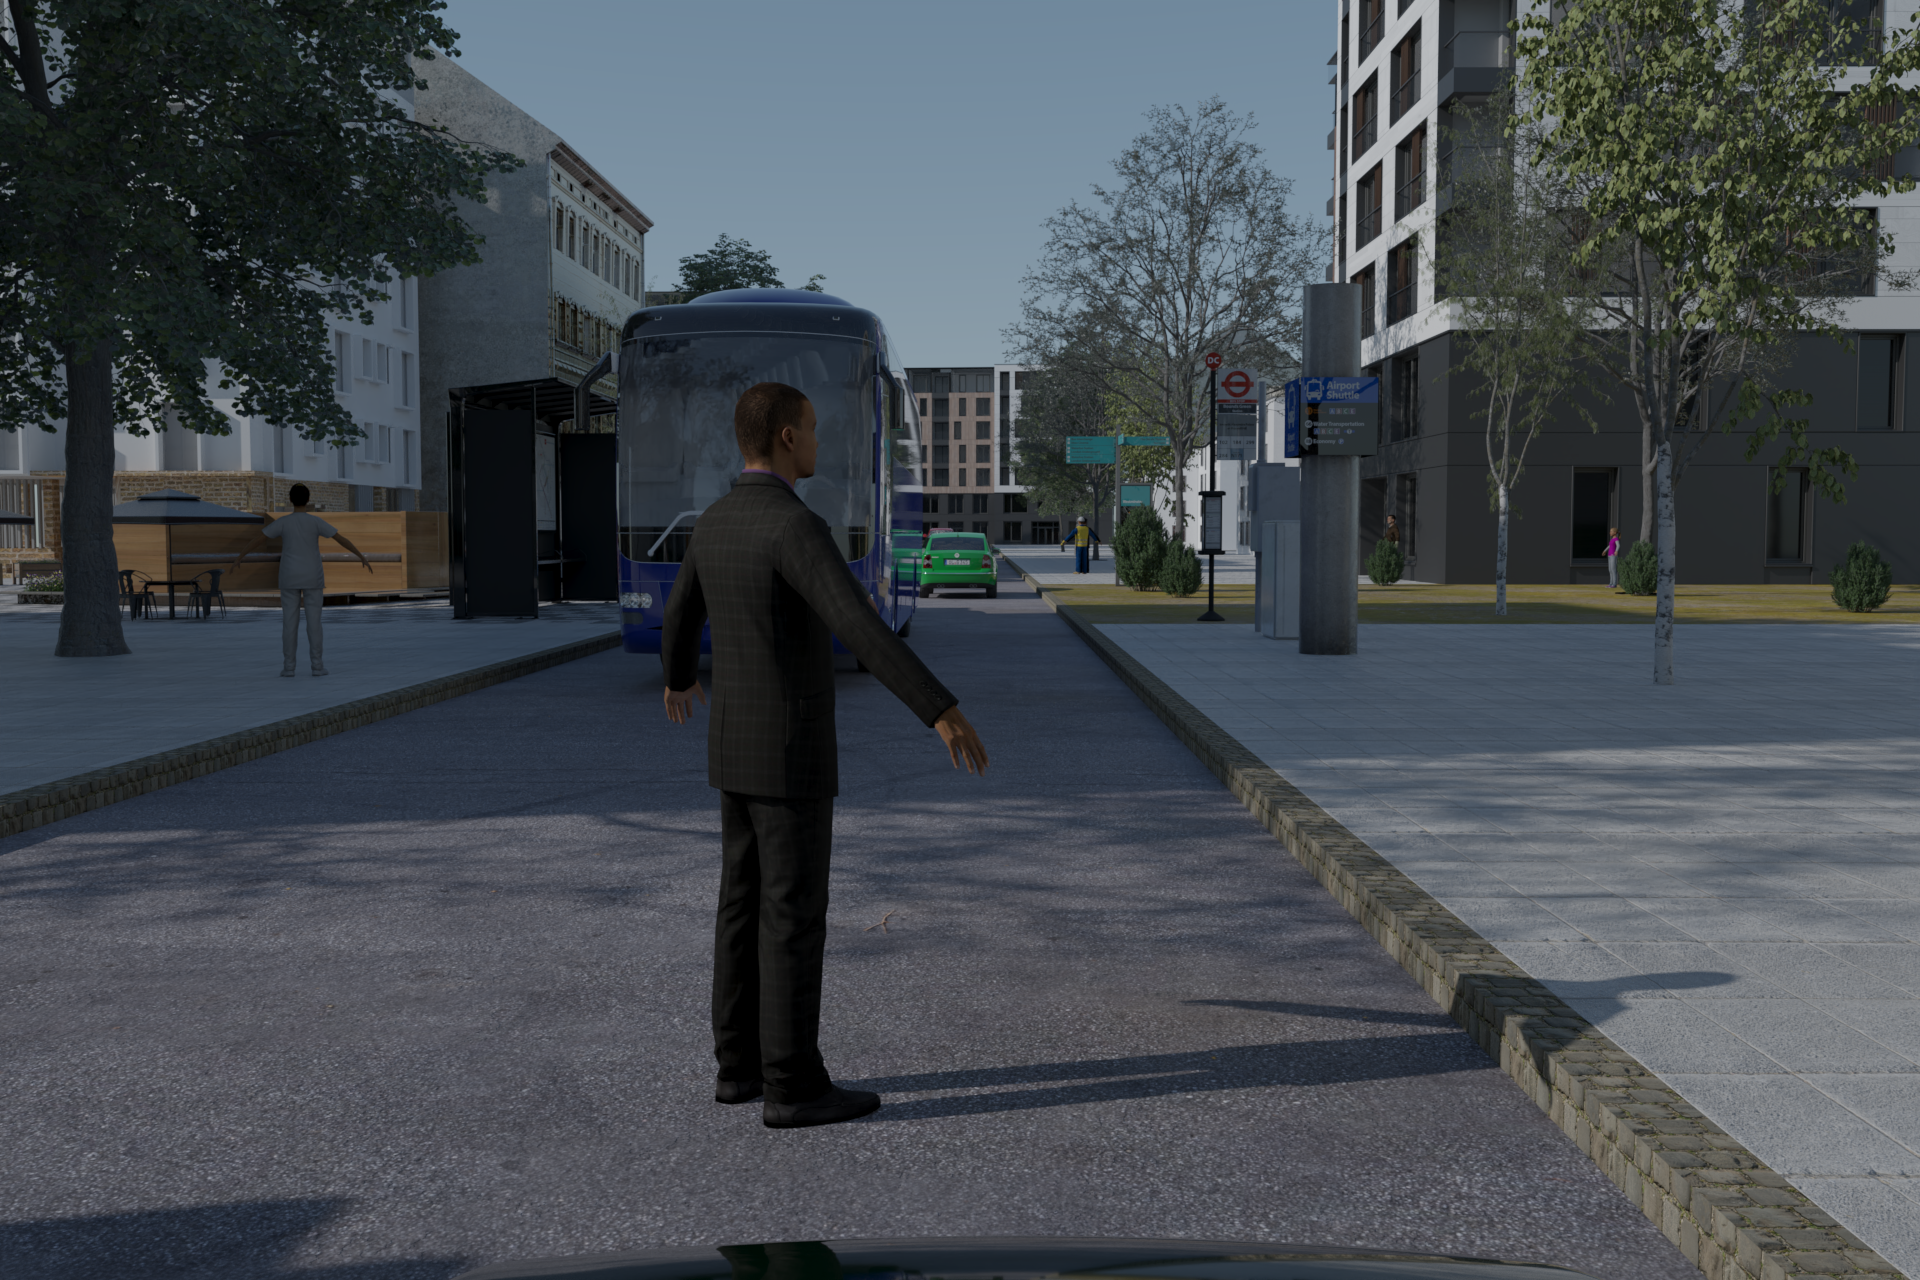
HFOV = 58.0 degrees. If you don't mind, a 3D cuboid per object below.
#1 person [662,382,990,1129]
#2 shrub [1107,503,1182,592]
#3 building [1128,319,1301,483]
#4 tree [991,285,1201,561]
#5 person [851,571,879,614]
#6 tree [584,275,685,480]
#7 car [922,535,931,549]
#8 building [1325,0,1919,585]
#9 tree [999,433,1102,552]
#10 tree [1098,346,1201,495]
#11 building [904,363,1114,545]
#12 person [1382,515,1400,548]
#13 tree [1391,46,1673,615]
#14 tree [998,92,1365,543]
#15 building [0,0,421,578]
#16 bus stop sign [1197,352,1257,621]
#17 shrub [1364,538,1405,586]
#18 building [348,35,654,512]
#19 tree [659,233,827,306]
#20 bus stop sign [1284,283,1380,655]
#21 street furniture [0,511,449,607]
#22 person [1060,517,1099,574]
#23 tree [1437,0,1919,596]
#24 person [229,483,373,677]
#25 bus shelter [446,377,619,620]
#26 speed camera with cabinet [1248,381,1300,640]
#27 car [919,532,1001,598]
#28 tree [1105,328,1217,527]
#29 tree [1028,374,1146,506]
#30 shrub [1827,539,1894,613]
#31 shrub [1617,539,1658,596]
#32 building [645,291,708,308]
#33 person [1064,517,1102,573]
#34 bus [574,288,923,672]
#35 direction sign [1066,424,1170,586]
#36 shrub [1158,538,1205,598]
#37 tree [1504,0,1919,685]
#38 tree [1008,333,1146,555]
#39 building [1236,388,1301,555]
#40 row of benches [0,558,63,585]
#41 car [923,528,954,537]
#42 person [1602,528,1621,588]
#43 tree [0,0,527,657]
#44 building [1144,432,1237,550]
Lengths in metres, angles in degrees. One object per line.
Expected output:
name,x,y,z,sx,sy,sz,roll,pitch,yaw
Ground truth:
person,-0.436,0.268,4.304,0.704,1.802,1.346,-3,4,-38
shrub,4.143,-2.101,38.769,1.690,2.028,1.600,0,3,0
building,28.218,-21.701,185.744,19.493,23.208,18.063,0,4,0
tree,6.691,-10.596,83.610,12.009,13.543,11.850,0,3,0
person,-1.198,-0.146,11.118,1.348,1.796,0.705,0,4,3
tree,-9.303,-6.086,49.870,4.360,8.622,3.978,0,3,0
car,-0.427,-2.666,53.380,2.009,1.686,4.222,0,3,0
building,26.321,-13.171,59.323,27.936,21.610,32.646,0,4,0
tree,7.358,-11.675,125.304,8.767,10.594,7.601,-1,4,-20
tree,7.256,-7.260,69.069,4.737,8.622,4.395,0,3,0
building,3.277,-22.886,220.610,32.646,21.610,27.936,0,4,6
person,11.717,-2.508,47.139,0.704,1.812,1.346,0,4,-7
tree,8.343,-4.700,27.203,4.360,8.622,3.978,0,3,0
tree,6.254,-8.464,48.757,12.009,13.543,11.850,0,3,0
building,-25.250,-11.928,51.447,16.016,20.090,11.380,0,4,1
bus stop sign,3.936,-2.252,25.520,0.855,3.939,0.416,0,4,0
shrub,10.486,-1.934,42.743,1.383,1.207,1.383,0,3,0
building,-24.771,-14.961,75.542,19.493,23.208,18.063,0,4,1
tree,-8.891,-10.196,73.354,9.857,13.997,8.962,0,3,0
bus stop sign,3.956,-1.804,18.516,0.837,3.901,0.837,0,4,0
street furniture,-13.741,-1.726,35.072,11.010,1.723,9.812,1,4,15
person,3.855,-3.017,55.299,1.349,1.833,0.705,-1,4,-23
tree,14.588,-7.696,36.207,12.009,13.543,11.850,0,3,0
person,-5.957,-0.545,15.679,1.217,1.739,0.721,-1,4,-18
bus shelter,-6.831,-2.308,29.019,1.731,3.624,6.357,0,4,1
speed camera with cabinet,4.094,-1.682,21.844,0.660,3.252,2.038,0,4,1
car,-0.030,-1.917,40.134,1.959,1.807,4.718,0,4,1
tree,6.825,-6.778,61.183,4.737,8.622,4.395,0,3,0
tree,7.242,-9.847,95.418,7.601,10.594,8.767,-1,4,-15
shrub,14.700,-1.050,28.288,1.383,1.207,1.383,0,3,0
shrub,14.100,-1.513,35.847,1.383,1.207,1.383,0,3,0
building,-25.778,-19.467,162.264,27.936,21.610,32.646,0,4,1
person,4.056,-3.113,56.825,1.347,1.837,0.705,-1,4,-18
bus,-1.889,-1.814,21.205,2.896,3.916,12.251,0,4,0
direction sign,3.861,-3.240,41.740,2.525,3.948,1.411,0,4,-1
shrub,4.454,-1.454,34.887,1.383,1.207,1.383,0,3,0
tree,6.090,-3.911,14.316,4.737,8.622,4.395,0,3,0
tree,7.322,-12.247,106.898,9.857,13.997,8.962,0,3,0
building,22.209,-9.552,98.328,9.099,9.664,28.070,0,4,1
row of benches,-23.556,-1.751,44.099,4.104,0.672,1.422,-3,5,-43
car,-1.174,-6.160,109.395,2.281,1.827,5.304,0,4,0
person,15.545,-1.964,41.380,0.599,1.433,0.991,0,4,4
tree,-9.245,-6.816,18.091,9.857,13.997,8.962,0,3,0
building,21.984,-13.018,154.990,9.099,9.664,28.070,0,4,1
